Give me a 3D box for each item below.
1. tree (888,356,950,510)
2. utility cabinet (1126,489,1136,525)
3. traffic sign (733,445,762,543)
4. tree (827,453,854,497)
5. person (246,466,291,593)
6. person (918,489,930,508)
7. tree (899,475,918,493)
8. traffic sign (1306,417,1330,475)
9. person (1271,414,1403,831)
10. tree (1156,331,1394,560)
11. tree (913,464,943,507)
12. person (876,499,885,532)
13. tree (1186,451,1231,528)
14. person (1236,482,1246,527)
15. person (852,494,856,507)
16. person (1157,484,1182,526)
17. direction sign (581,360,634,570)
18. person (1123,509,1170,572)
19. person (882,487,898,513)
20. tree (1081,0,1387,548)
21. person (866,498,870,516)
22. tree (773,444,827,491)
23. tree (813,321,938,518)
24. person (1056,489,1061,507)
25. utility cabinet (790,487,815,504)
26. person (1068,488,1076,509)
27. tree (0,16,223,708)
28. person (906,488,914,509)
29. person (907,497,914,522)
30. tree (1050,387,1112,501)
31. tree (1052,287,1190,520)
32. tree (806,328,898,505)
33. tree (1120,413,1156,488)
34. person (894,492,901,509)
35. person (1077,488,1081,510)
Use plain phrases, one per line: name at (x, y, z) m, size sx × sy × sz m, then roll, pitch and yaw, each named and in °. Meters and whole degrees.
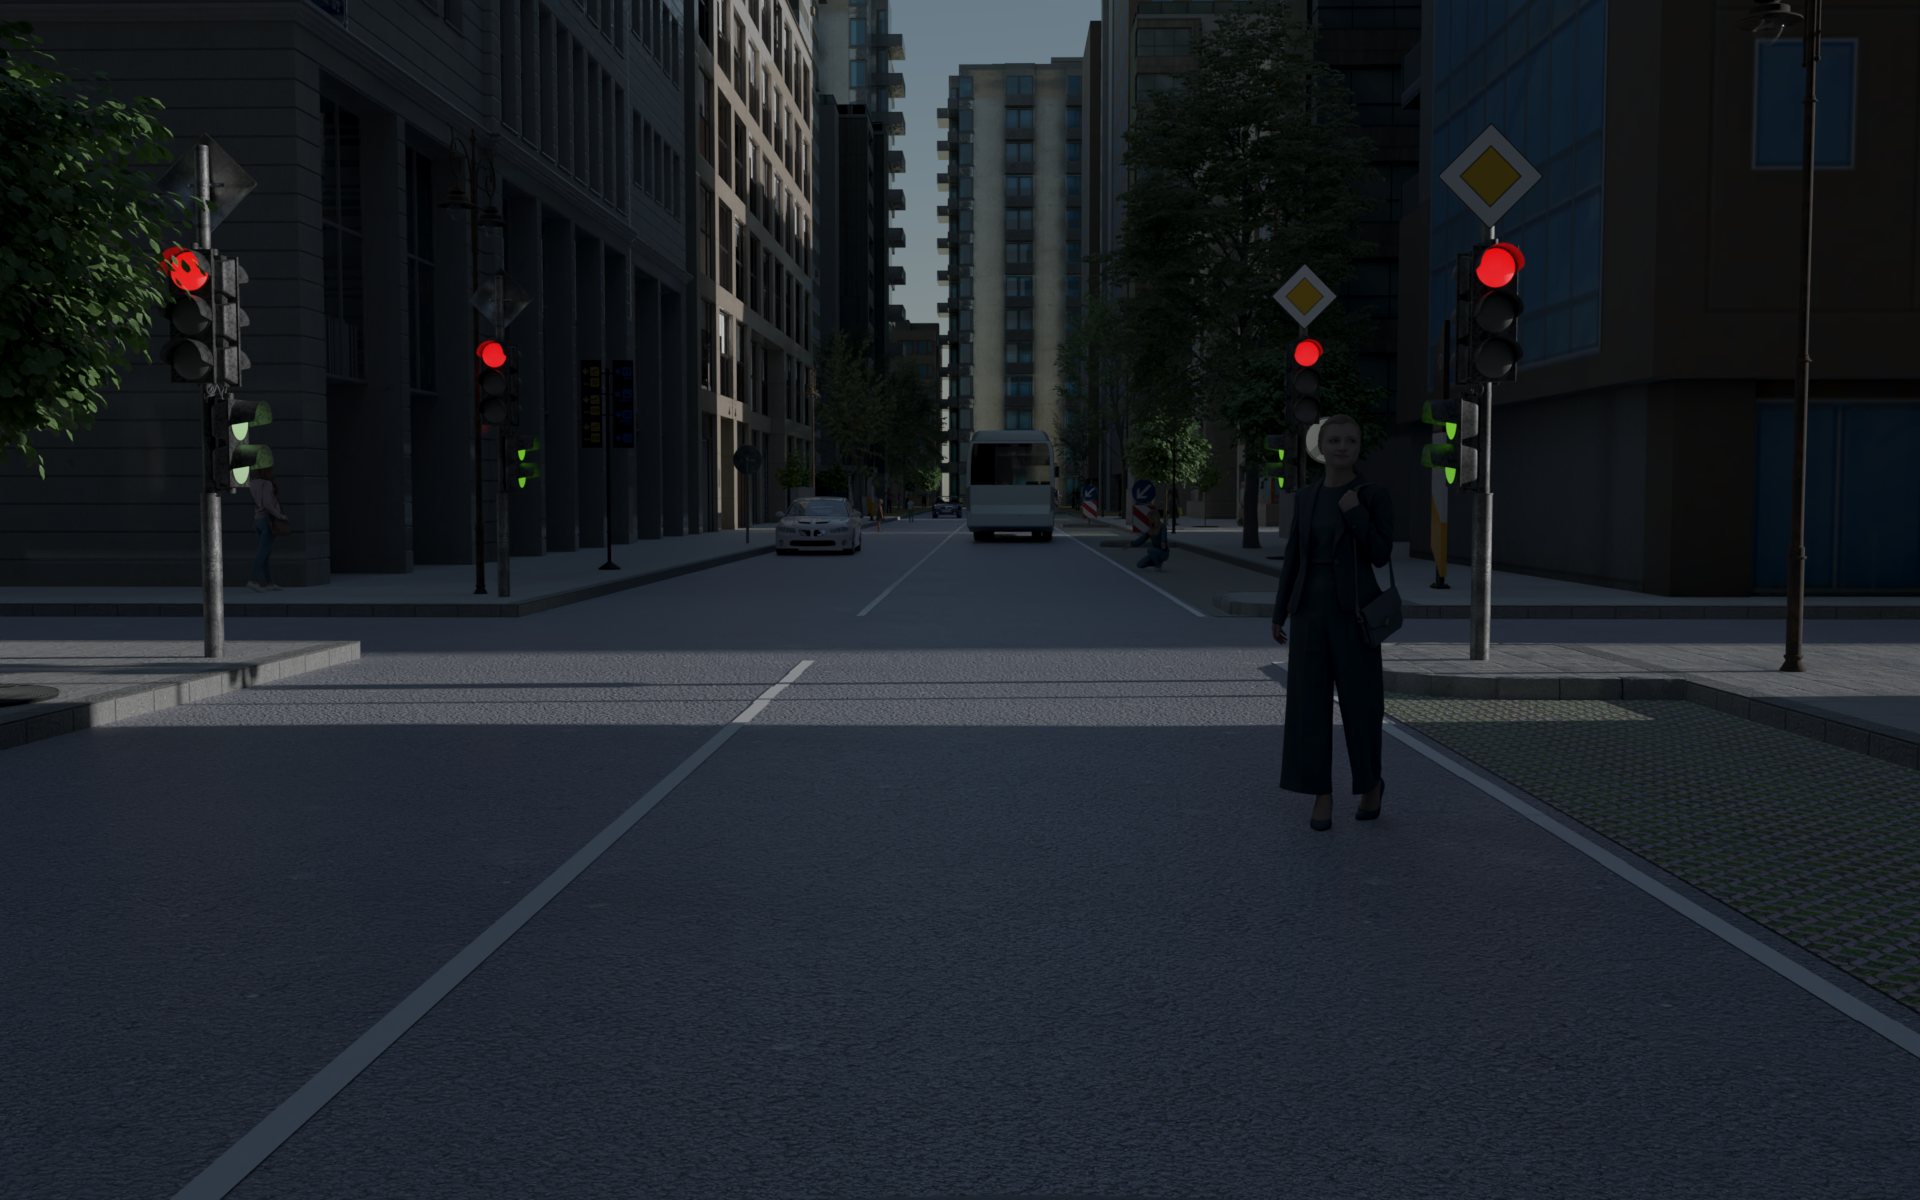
tree at (-4.595, -13.668, 141.600) m, size 7.486 × 12.596 × 7.792 m, roll 0°, pitch 3°, yaw 0°
utility cabinet at (7.061, -3.845, 71.540) m, size 0.318 × 1.500 × 1.173 m, roll 1°, pitch 4°, yaw 13°
traffic sign at (-5.516, -2.740, 44.910) m, size 0.768 × 2.556 × 0.104 m, roll 0°, pitch 4°, yaw 8°
tree at (-5.668, -5.280, 80.936) m, size 1.663 × 3.219 × 1.824 m, roll 0°, pitch 3°, yaw 0°
person at (-9.142, -0.984, 22.714) m, size 0.593 × 1.750 × 0.643 m, roll 3°, pitch 4°, yaw 38°
person at (-3.397, -9.584, 163.469) m, size 1.217 × 1.736 × 0.721 m, roll 0°, pitch 4°, yaw 6°
tree at (-4.367, -9.470, 149.432) m, size 1.663 × 3.219 × 1.824 m, roll 0°, pitch 3°, yaw 0°
traffic sign at (6.083, -1.749, 28.701) m, size 0.768 × 2.556 × 0.104 m, roll 0°, pitch 4°, yaw 8°
person at (1.630, 0.085, 7.533) m, size 0.576 × 1.772 × 0.534 m, roll 1°, pitch 4°, yaw 17°
tree at (6.743, -3.089, 34.211) m, size 4.285 × 4.588 × 4.351 m, roll 0°, pitch 3°, yaw 0°
tree at (-3.320, -11.657, 174.297) m, size 4.285 × 4.588 × 4.351 m, roll 0°, pitch 3°, yaw 0°
person at (-2.982, -3.165, 64.921) m, size 0.373 × 1.253 × 0.362 m, roll -1°, pitch 4°, yaw -15°
tree at (9.340, -4.410, 66.710) m, size 1.663 × 3.219 × 1.824 m, roll 0°, pitch 3°, yaw 0°
person at (10.978, -3.721, 67.363) m, size 0.515 × 1.767 × 0.782 m, roll 1°, pitch 4°, yaw 15°
person at (-5.938, -5.140, 94.326) m, size 0.590 × 1.304 × 0.306 m, roll -1°, pitch 4°, yaw -15°
person at (8.322, -3.934, 70.574) m, size 1.509 × 1.804 × 0.699 m, roll 0°, pitch 4°, yaw -1°
direction sign at (-5.956, -2.283, 29.327) m, size 0.876 × 3.537 × 0.379 m, roll 0°, pitch 4°, yaw -2°
person at (3.565, -1.090, 31.819) m, size 0.738 × 1.151 × 1.012 m, roll -2°, pitch 4°, yaw -28°
person at (-4.674, -6.623, 115.056) m, size 1.217 × 1.743 × 0.721 m, roll 2°, pitch 4°, yaw 24°
tree at (6.526, -7.487, 40.539) m, size 7.486 × 12.596 × 7.792 m, roll 0°, pitch 3°, yaw 0°
person at (-5.316, -5.675, 99.556) m, size 0.721 × 1.743 × 1.217 m, roll 0°, pitch 4°, yaw -5°
tree at (-6.382, -4.380, 66.208) m, size 1.663 × 3.219 × 1.824 m, roll 0°, pitch 3°, yaw 0°
tree at (-5.237, -9.668, 92.476) m, size 8.767 × 10.594 × 7.601 m, roll 0°, pitch 4°, yaw 6°
person at (9.888, -10.198, 173.228) m, size 0.568 × 1.767 × 0.683 m, roll 2°, pitch 4°, yaw 33°
utility cabinet at (-5.272, -3.015, 57.966) m, size 0.318 × 1.500 × 1.173 m, roll 2°, pitch 4°, yaw 23°
person at (9.950, -8.953, 152.564) m, size 0.705 × 1.807 × 1.348 m, roll 3°, pitch 5°, yaw 39°
tree at (-6.305, -1.646, 10.621) m, size 4.285 × 4.588 × 4.351 m, roll 0°, pitch 3°, yaw 0°
person at (-4.400, -8.591, 146.509) m, size 0.705 × 1.823 × 1.348 m, roll -3°, pitch 5°, yaw -43°
person at (-2.487, -4.579, 87.623) m, size 0.306 × 1.304 × 0.590 m, roll -1°, pitch 4°, yaw -12°
tree at (8.236, -10.259, 118.094) m, size 4.360 × 8.622 × 3.978 m, roll 0°, pitch 3°, yaw 0°
tree at (8.219, -9.898, 87.585) m, size 9.928 × 11.665 × 9.643 m, roll 0°, pitch 3°, yaw 0°
tree at (-4.815, -7.718, 76.546) m, size 4.737 × 8.622 × 4.395 m, roll 0°, pitch 3°, yaw 0°
tree at (7.423, -4.820, 62.518) m, size 4.285 × 4.588 × 4.351 m, roll 0°, pitch 3°, yaw 0°
person at (-5.184, -8.258, 144.287) m, size 0.599 × 1.433 × 0.991 m, roll -2°, pitch 4°, yaw -35°
person at (9.621, -8.197, 140.728) m, size 0.551 × 1.740 × 0.621 m, roll 3°, pitch 4°, yaw 36°
